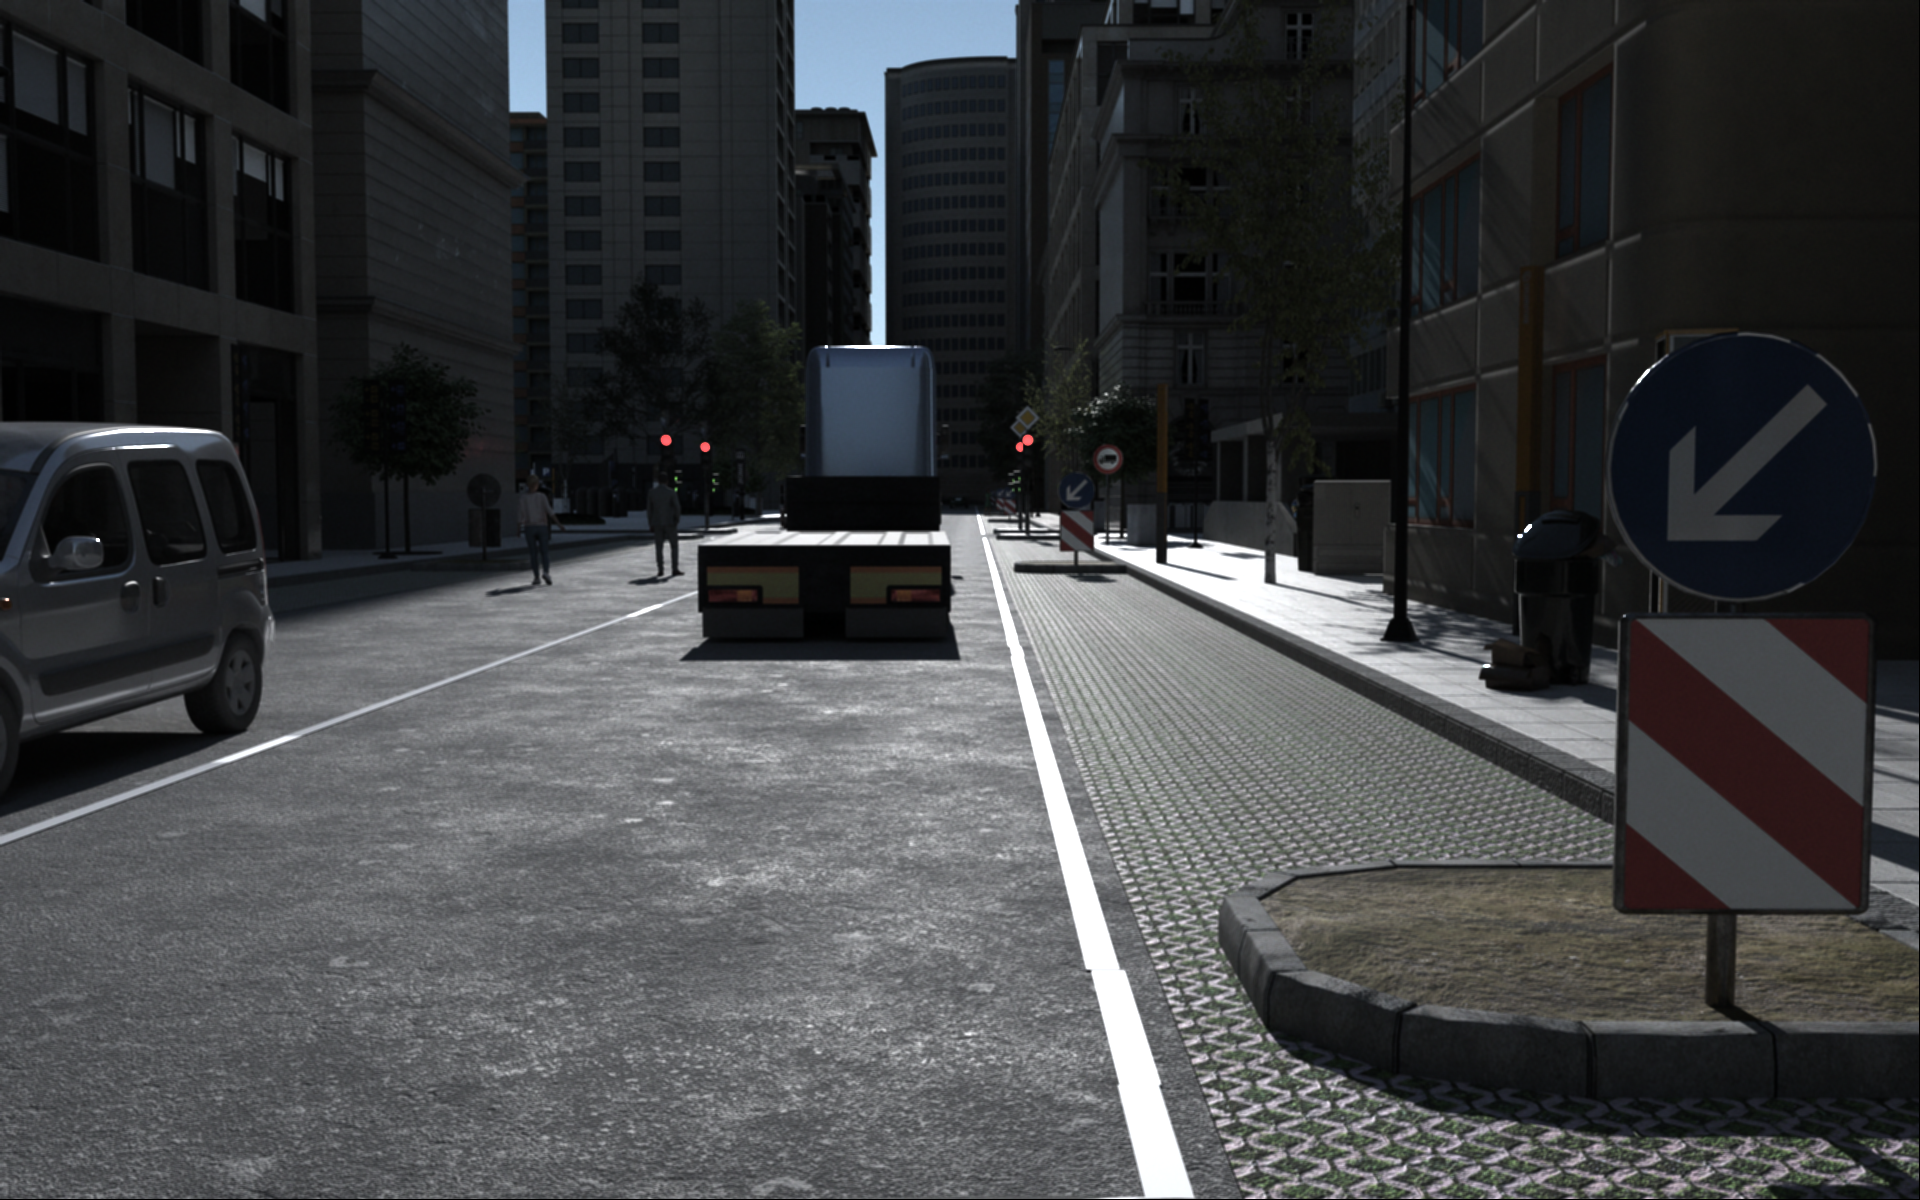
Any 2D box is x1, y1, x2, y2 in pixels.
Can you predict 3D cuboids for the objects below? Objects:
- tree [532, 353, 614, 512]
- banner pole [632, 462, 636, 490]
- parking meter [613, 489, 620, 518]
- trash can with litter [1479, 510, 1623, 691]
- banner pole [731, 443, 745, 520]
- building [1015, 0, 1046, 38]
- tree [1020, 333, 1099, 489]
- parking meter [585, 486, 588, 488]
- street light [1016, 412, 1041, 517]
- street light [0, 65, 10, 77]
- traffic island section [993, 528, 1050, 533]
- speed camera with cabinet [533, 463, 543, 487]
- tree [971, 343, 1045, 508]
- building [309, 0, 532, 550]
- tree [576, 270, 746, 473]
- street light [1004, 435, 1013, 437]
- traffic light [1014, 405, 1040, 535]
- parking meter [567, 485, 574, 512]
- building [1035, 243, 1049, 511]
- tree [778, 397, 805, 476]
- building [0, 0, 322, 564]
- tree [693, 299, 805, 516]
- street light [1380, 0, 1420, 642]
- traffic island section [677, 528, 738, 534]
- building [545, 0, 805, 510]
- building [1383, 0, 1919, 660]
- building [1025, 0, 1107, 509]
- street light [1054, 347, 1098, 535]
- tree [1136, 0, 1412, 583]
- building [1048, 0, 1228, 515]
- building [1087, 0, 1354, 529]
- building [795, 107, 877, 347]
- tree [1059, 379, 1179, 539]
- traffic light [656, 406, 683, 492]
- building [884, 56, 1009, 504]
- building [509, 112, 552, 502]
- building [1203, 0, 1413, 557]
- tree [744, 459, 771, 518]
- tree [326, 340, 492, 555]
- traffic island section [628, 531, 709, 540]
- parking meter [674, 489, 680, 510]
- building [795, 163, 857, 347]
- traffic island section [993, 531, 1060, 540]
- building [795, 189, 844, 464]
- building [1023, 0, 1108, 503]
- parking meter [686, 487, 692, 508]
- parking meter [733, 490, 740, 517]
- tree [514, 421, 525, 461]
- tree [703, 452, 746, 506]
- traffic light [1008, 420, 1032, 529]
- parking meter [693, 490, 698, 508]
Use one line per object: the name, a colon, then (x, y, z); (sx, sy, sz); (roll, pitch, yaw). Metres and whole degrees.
tree: (-20.546, -8.589, 90.800); (4.360, 8.622, 3.978); (0, 3, 0)
banner pole: (-25.132, -8.789, 133.710); (0.401, 3.779, 0.863); (1, 4, 13)
parking meter: (-18.720, -5.256, 94.351); (0.372, 1.533, 0.369); (0, 3, 0)
trash can with litter: (3.938, -0.012, 11.581); (0.624, 1.170, 1.055); (3, 5, 42)
banner pole: (-10.856, -5.774, 84.420); (0.863, 3.779, 0.401); (-1, 4, -11)
building: (16.885, -40.123, 198.017); (21.231, 58.520, 28.212); (0, 4, 0)
tree: (4.856, -7.832, 78.407); (4.360, 8.622, 3.978); (0, 3, 0)
parking meter: (-28.746, -7.797, 133.186); (0.255, 1.863, 0.399); (-1, 4, -16)
street light: (3.865, -7.650, 97.620); (1.470, 5.913, 1.316); (0, 4, 0)
street light: (-10.962, -2.833, 18.866); (1.470, 5.913, 1.316); (0, 4, 0)
traffic island section: (2.217, -2.488, 62.967); (2.009, 0.180, 2.903); (0, 4, 0)
speed camera with cabinet: (-26.195, -6.962, 108.169); (0.660, 3.252, 2.038); (-2, 4, -29)
tree: (5.549, -14.562, 144.742); (9.857, 13.997, 8.962); (0, 3, 0)
building: (-24.512, -15.792, 45.587); (23.554, 28.519, 14.401); (0, 4, 0)
tree: (-12.643, -8.478, 73.029); (7.601, 10.594, 8.767); (-1, 4, -15)
street light: (4.211, -10.063, 137.074); (1.470, 5.913, 1.316); (0, 4, 0)
traffic light: (2.120, -4.033, 54.868); (0.839, 4.253, 0.868); (0, 4, 0)
parking meter: (-23.897, -6.150, 106.263); (0.255, 1.863, 0.399); (1, 4, 14)
building: (11.671, -17.793, 127.079); (11.583, 22.565, 21.152); (0, 4, 0)
tree: (-11.522, -10.781, 126.630); (4.737, 8.622, 4.395); (0, 3, 0)
building: (-22.272, -12.957, 16.362); (19.350, 26.468, 34.151); (0, 4, 0)
tree: (-12.089, -11.208, 101.377); (7.486, 12.596, 7.792); (0, 3, 0)
street light: (3.318, -2.598, 15.022); (1.470, 5.913, 1.316); (0, 4, 0)
traffic island section: (-9.224, -2.494, 63.052); (2.009, 0.180, 2.903); (0, 4, 0)
building: (-22.496, -43.359, 147.178); (20.563, 71.187, 20.611); (0, 4, 0)
building: (19.174, -9.915, 7.148); (27.650, 21.520, 28.899); (0, 4, 0)
building: (13.055, -30.970, 156.471); (14.600, 45.320, 14.200); (0, 4, 0)
street light: (3.654, -5.028, 54.752); (1.470, 5.913, 1.316); (0, 4, 0)
tree: (4.706, -4.544, 24.665); (4.737, 8.622, 4.395); (0, 3, 0)
building: (15.432, -17.986, 98.580); (19.350, 26.468, 34.151); (0, 4, 0)
building: (17.528, -13.889, 68.889); (24.055, 21.916, 13.314); (0, 4, 0)
building: (-23.551, -39.575, 236.292); (27.495, 52.752, 28.713); (0, 4, 0)
tree: (4.581, -4.042, 49.794); (4.285, 4.588, 4.351); (0, 3, 0)
traffic light: (-9.241, -4.037, 54.933); (0.839, 4.253, 0.868); (0, 4, 0)
building: (4.270, -42.175, 231.563); (28.212, 58.520, 21.231); (0, 4, 0)
building: (-50.480, -33.452, 201.564); (28.867, 44.769, 22.147); (0, 4, 0)
building: (22.959, -21.349, 40.932); (32.217, 40.220, 23.993); (0, 4, 0)
tree: (-11.355, -6.098, 94.298); (1.663, 3.219, 1.824); (0, 3, 0)
tree: (-11.780, -3.265, 37.095); (4.285, 4.588, 4.351); (0, 3, 0)
traffic island section: (-9.281, -2.005, 55.068); (2.009, 0.180, 2.903); (0, 4, 0)
parking meter: (-14.967, -5.067, 91.259); (0.372, 1.533, 0.369); (0, 3, 0)
building: (-24.084, -30.882, 196.803); (23.993, 40.220, 32.217); (0, 4, 0)
traffic island section: (2.160, -2.000, 54.982); (2.009, 0.180, 2.903); (0, 4, 0)
building: (-18.599, -24.124, 166.134); (14.160, 30.474, 14.107); (0, 4, 0)
building: (16.929, -44.951, 173.202); (20.563, 71.187, 20.611); (0, 4, 0)
parking meter: (-20.931, -7.835, 133.805); (0.399, 1.863, 0.255); (-1, 4, -12)
parking meter: (-12.636, -5.465, 97.762); (0.372, 1.533, 0.369); (0, 3, 0)
tree: (-36.112, -11.256, 134.395); (4.737, 8.622, 4.395); (0, 3, 0)
tree: (-17.659, -8.945, 129.964); (4.285, 4.588, 4.351); (0, 3, 0)
traffic light: (2.177, -4.522, 62.853); (0.839, 4.253, 0.868); (0, 4, 0)
parking meter: (-18.476, -6.885, 120.976); (0.372, 1.533, 0.369); (0, 3, 0)
